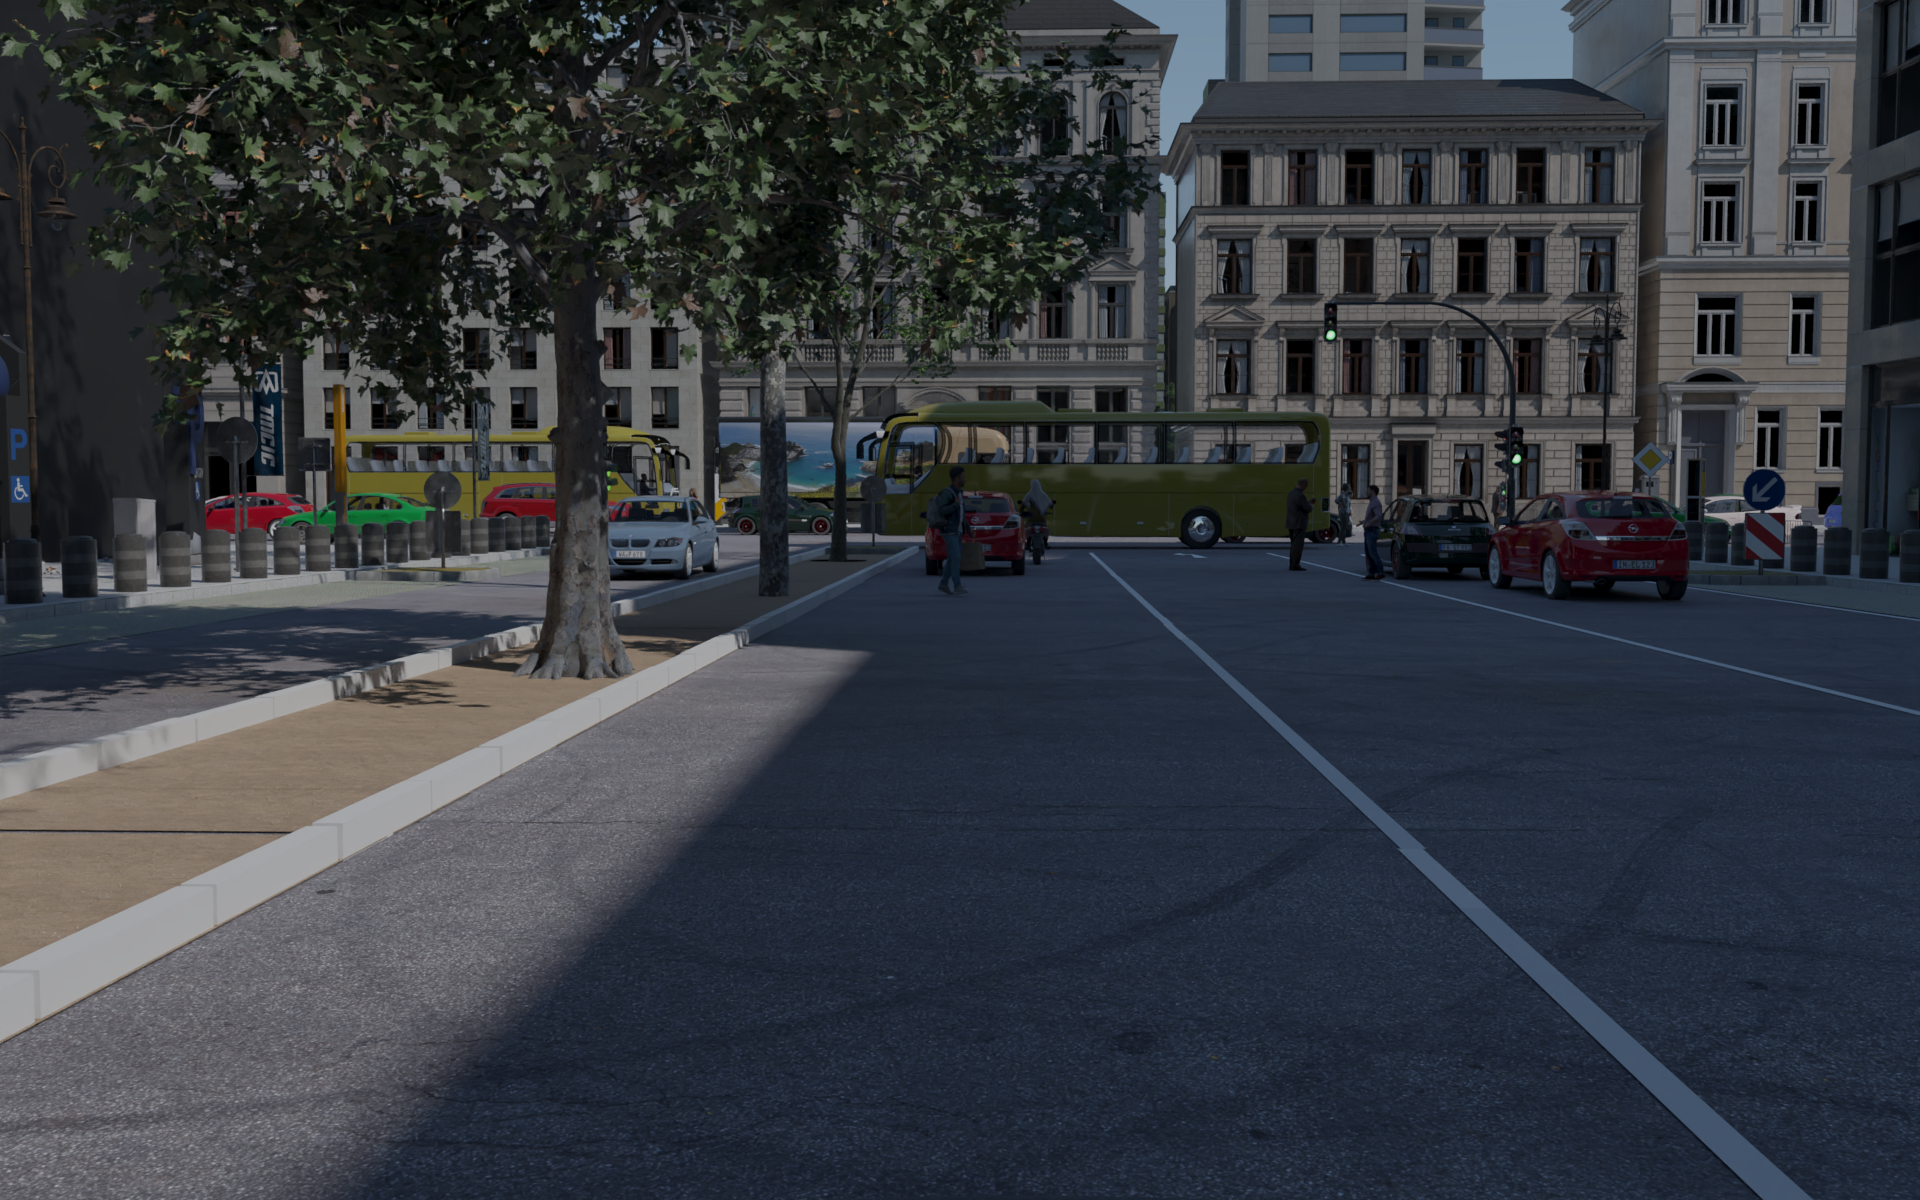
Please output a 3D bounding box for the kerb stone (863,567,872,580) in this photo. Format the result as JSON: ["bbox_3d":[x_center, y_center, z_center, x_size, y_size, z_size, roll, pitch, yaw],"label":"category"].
[{"bbox_3d":[-1.616,-0.407,28.855,0.120,0.150,1.000,0,4,2],"label":"kerb stone"}]

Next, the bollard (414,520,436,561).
[{"bbox_3d":[-10.486,-1.155,33.602,0.404,0.777,0.398,0,3,0],"label":"bollard"}]

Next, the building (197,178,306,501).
[{"bbox_3d":[-39.772,-17.861,79.411,23.554,28.519,14.401,0,4,2],"label":"building"}]

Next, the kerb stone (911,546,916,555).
[{"bbox_3d":[-1.178,-1.100,40.177,0.120,0.150,1.000,0,4,2],"label":"kerb stone"}]

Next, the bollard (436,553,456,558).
[{"bbox_3d":[-10.441,-1.229,34.805,0.404,0.777,0.398,0,3,0],"label":"bollard"}]

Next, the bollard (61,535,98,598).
[{"bbox_3d":[-10.954,-0.418,21.546,0.404,0.777,0.398,0,3,0],"label":"bollard"}]

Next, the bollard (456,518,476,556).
[{"bbox_3d":[-10.391,-1.303,36.016,0.404,0.777,0.398,0,3,0],"label":"bollard"}]

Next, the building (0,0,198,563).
[{"bbox_3d":[-24.872,-12.370,31.922,15.834,23.373,12.332,0,4,2],"label":"building"}]

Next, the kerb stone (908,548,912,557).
[{"bbox_3d":[-1.225,-1.037,39.144,0.120,0.150,1.000,0,4,2],"label":"kerb stone"}]

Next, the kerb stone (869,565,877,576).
[{"bbox_3d":[-1.576,-0.470,29.883,0.120,0.150,1.000,0,4,2],"label":"kerb stone"}]

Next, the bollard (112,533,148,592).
[{"bbox_3d":[-10.909,-0.492,22.763,0.404,0.777,0.398,0,3,0],"label":"bollard"}]

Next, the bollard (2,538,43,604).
[{"bbox_3d":[-11.003,-0.344,20.334,0.404,0.777,0.398,0,3,0],"label":"bollard"}]

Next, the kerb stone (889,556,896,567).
[{"bbox_3d":[-1.411,-0.722,33.999,0.120,0.150,1.000,0,4,2],"label":"kerb stone"}]

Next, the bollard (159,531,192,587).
[{"bbox_3d":[-10.860,-0.566,23.963,0.404,0.777,0.398,0,3,0],"label":"bollard"}]

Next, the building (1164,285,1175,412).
[{"bbox_3d":[35.082,-28.436,236.623,14.107,30.474,14.160,0,4,2],"label":"building"}]

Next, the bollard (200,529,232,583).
[{"bbox_3d":[-10.815,-0.640,25.174,0.404,0.777,0.398,0,3,0],"label":"bollard"}]

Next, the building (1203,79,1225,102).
[{"bbox_3d":[31.118,-29.999,174.081,14.154,41.232,14.086,0,4,2],"label":"building"}]

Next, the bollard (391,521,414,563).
[{"bbox_3d":[-10.534,-1.082,32.402,0.404,0.777,0.398,0,3,0],"label":"bollard"}]

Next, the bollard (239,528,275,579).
[{"bbox_3d":[-10.766,-0.713,26.380,0.404,0.777,0.398,0,3,0],"label":"bollard"}]

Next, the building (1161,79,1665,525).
[{"bbox_3d":[18.740,-12.882,75.252,19.286,19.102,10.561,0,4,2],"label":"building"}]

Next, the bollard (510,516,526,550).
[{"bbox_3d":[-10.253,-1.524,39.634,0.404,0.777,0.398,0,3,0],"label":"bollard"}]

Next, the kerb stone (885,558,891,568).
[{"bbox_3d":[-1.455,-0.654,32.962,0.120,0.150,1.000,0,4,2],"label":"kerb stone"}]

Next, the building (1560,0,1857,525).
[{"bbox_3d":[38.507,-17.759,76.263,20.117,28.700,13.634,0,4,2],"label":"building"}]

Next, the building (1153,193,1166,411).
[{"bbox_3d":[20.588,-33.834,236.783,14.086,41.232,14.154,0,4,2],"label":"building"}]

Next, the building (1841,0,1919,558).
[{"bbox_3d":[27.752,-13.111,18.889,19.350,26.468,34.151,0,4,2],"label":"building"}]

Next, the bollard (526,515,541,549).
[{"bbox_3d":[-10.204,-1.598,40.837,0.404,0.777,0.398,0,3,0],"label":"bollard"}]

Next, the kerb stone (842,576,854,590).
[{"bbox_3d":[-1.731,-0.214,25.763,0.120,0.150,1.000,0,4,2],"label":"kerb stone"}]

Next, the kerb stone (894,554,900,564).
[{"bbox_3d":[-1.371,-0.785,35.023,0.120,0.150,1.000,0,4,2],"label":"kerb stone"}]

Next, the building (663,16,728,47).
[{"bbox_3d":[-19.545,-45.756,186.357,20.611,71.187,20.563,0,4,2],"label":"building"}]

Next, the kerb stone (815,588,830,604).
[{"bbox_3d":[-1.855,-0.026,22.678,0.120,0.150,1.000,0,4,2],"label":"kerb stone"}]

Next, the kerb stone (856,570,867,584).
[{"bbox_3d":[-1.648,-0.345,27.830,0.120,0.150,1.000,0,4,2],"label":"kerb stone"}]

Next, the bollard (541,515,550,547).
[{"bbox_3d":[-10.159,-1.672,42.054,0.404,0.777,0.398,0,3,0],"label":"bollard"}]

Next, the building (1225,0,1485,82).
[{"bbox_3d":[33.750,-37.282,151.559,21.231,58.520,28.212,0,4,2],"label":"building"}]

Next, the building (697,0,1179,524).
[{"bbox_3d":[-0.803,-15.195,77.312,19.941,23.489,11.050,0,4,2],"label":"building"}]

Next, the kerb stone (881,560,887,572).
[{"bbox_3d":[-1.485,-0.592,31.932,0.120,0.150,1.000,0,4,2],"label":"kerb stone"}]

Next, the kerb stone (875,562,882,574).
[{"bbox_3d":[-1.537,-0.533,30.907,0.120,0.150,1.000,0,4,2],"label":"kerb stone"}]

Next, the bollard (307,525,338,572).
[{"bbox_3d":[-10.673,-0.860,28.785,0.404,0.777,0.398,0,3,0],"label":"bollard"}]

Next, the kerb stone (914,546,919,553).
[{"bbox_3d":[-1.132,-1.163,41.218,0.120,0.150,1.000,0,4,2],"label":"kerb stone"}]

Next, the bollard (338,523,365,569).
[{"bbox_3d":[-10.629,-0.935,30.000,0.404,0.777,0.398,0,3,0],"label":"bollard"}]

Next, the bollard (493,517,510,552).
[{"bbox_3d":[-10.300,-1.450,38.431,0.404,0.777,0.398,0,3,0],"label":"bollard"}]

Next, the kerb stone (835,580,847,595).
[{"bbox_3d":[-1.768,-0.156,24.738,0.120,0.150,1.000,0,4,2],"label":"kerb stone"}]

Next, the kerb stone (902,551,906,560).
[{"bbox_3d":[-1.296,-0.911,37.083,0.120,0.150,1.000,0,4,2],"label":"kerb stone"}]

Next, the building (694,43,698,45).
[{"bbox_3d":[-16.986,-28.934,156.672,14.154,41.232,14.086,0,4,2],"label":"building"}]

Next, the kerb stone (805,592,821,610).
[{"bbox_3d":[-1.887,0.033,21.648,0.120,0.150,1.000,0,4,2],"label":"kerb stone"}]

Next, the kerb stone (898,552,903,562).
[{"bbox_3d":[-1.329,-0.845,36.048,0.120,0.150,1.000,0,4,2],"label":"kerb stone"}]

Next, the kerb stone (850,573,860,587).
[{"bbox_3d":[-1.692,-0.281,26.801,0.120,0.150,1.000,0,4,2],"label":"kerb stone"}]

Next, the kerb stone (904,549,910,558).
[{"bbox_3d":[-1.257,-0.971,38.114,0.120,0.150,1.000,0,4,2],"label":"kerb stone"}]

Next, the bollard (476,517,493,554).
[{"bbox_3d":[-10.346,-1.376,37.217,0.404,0.777,0.398,0,3,0],"label":"bollard"}]

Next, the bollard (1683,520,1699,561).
[{"bbox_3d":[14.177,-1.152,33.552,0.404,0.777,0.398,0,3,0],"label":"bollard"}]

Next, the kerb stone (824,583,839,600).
[{"bbox_3d":[-1.808,-0.092,23.702,0.120,0.150,1.000,0,4,2],"label":"kerb stone"}]

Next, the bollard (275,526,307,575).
[{"bbox_3d":[-10.721,-0.787,27.581,0.404,0.777,0.398,0,3,0],"label":"bollard"}]

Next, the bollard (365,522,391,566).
[{"bbox_3d":[-10.581,-1.008,31.201,0.404,0.777,0.398,0,3,0],"label":"bollard"}]

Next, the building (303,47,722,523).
[{"bbox_3d":[-19.197,-13.650,77.928,16.860,20.320,10.420,0,4,2],"label":"building"}]
